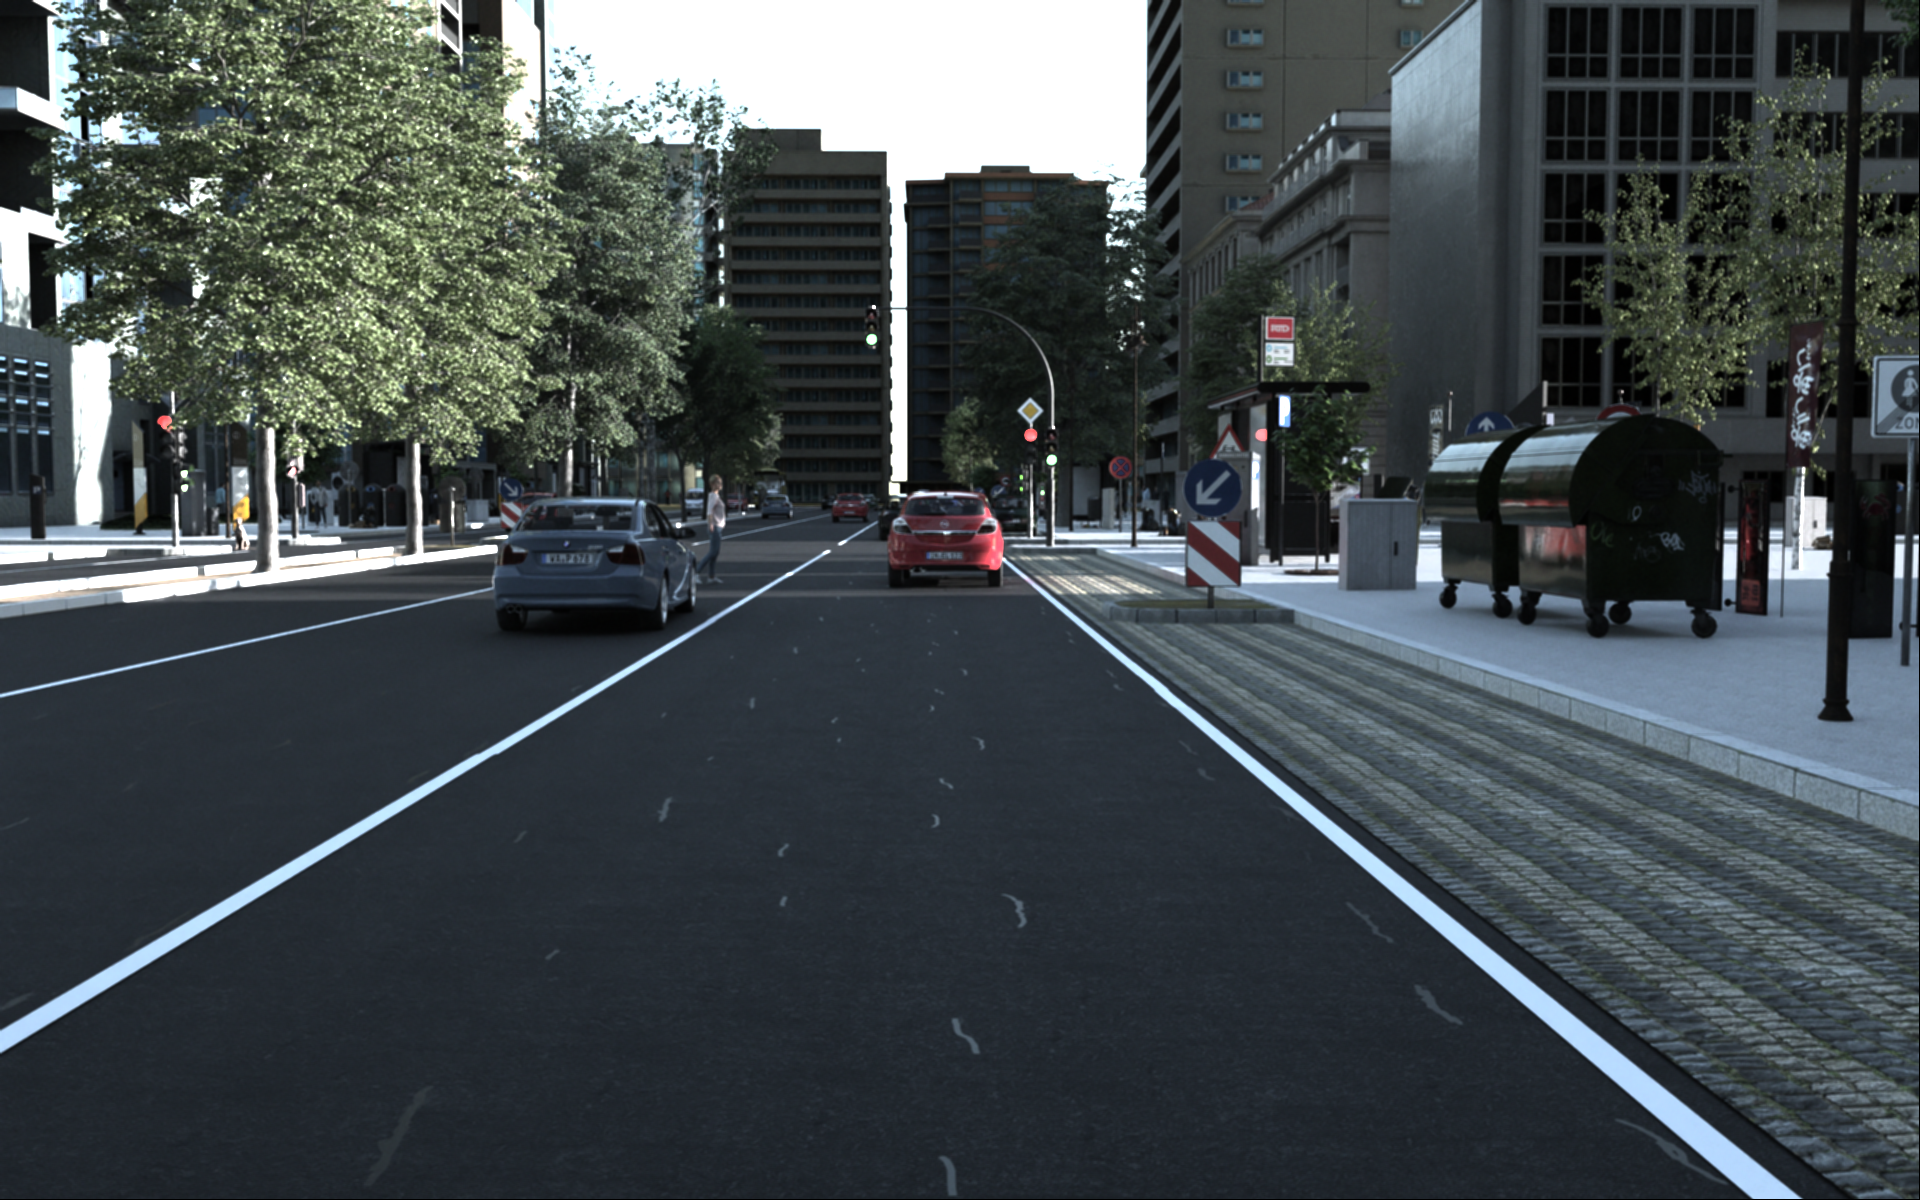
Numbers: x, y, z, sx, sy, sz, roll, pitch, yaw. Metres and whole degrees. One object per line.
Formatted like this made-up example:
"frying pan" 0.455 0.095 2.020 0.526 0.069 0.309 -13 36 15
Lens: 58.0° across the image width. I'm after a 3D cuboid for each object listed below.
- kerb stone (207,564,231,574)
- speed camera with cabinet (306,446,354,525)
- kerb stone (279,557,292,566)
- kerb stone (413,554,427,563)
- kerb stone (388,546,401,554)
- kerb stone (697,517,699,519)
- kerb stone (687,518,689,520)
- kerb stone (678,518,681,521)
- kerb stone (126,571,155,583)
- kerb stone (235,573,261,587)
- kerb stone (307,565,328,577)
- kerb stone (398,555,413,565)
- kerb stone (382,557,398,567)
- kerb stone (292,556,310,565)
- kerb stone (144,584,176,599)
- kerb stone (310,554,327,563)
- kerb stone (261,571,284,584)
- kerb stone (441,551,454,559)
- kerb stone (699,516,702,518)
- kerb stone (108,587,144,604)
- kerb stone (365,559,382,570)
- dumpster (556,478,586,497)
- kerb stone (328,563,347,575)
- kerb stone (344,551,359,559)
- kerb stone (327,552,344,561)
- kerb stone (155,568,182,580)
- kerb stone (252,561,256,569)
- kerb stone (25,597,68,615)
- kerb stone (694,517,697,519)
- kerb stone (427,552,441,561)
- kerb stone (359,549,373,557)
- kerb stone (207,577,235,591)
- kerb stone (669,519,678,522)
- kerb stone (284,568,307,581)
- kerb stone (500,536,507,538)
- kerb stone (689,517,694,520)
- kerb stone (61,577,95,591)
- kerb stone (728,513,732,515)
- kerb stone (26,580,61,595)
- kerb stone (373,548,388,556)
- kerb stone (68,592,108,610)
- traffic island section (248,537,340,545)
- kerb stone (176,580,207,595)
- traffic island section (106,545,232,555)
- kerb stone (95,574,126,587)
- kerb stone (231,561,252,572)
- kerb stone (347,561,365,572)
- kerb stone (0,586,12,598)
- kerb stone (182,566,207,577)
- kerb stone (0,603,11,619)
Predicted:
"kerb stone" -13.400 -0.543 31.082 0.120 0.150 1.000 0 4 -1
"speed camera with cabinet" -25.749 -4.673 70.738 2.038 3.252 0.660 1 4 23
"kerb stone" -13.469 -0.732 34.156 0.120 0.150 1.000 0 4 -1
"kerb stone" -11.426 -0.858 36.273 0.120 0.150 1.000 0 4 -1
"kerb stone" -13.615 -1.167 41.324 0.120 0.150 1.000 0 4 -1
"kerb stone" -14.757 -4.524 96.167 0.120 0.150 1.000 0 4 -1
"kerb stone" -14.664 -4.273 92.062 0.120 0.150 1.000 0 4 -1
"kerb stone" -14.601 -4.086 88.994 0.120 0.150 1.000 0 4 -1
"kerb stone" -13.343 -0.348 28.009 0.120 0.150 1.000 0 4 -1
"kerb stone" -11.218 -0.297 27.050 0.120 0.150 1.000 0 4 -1
"kerb stone" -11.275 -0.485 30.125 0.120 0.150 1.000 0 4 -1
"kerb stone" -11.386 -0.793 35.251 0.120 0.150 1.000 0 4 -1
"kerb stone" -11.370 -0.735 34.220 0.120 0.150 1.000 0 4 -1
"kerb stone" -13.489 -0.794 35.178 0.120 0.150 1.000 0 4 -1
"kerb stone" -11.166 -0.109 23.984 0.120 0.150 1.000 0 4 -1
"kerb stone" -13.513 -0.857 36.212 0.120 0.150 1.000 0 4 -1
"kerb stone" -11.244 -0.360 28.075 0.120 0.150 1.000 0 4 -1
"kerb stone" -11.458 -0.986 38.322 0.120 0.150 1.000 0 4 -1
"kerb stone" -14.769 -4.585 97.199 0.120 0.150 1.000 0 4 -1
"kerb stone" -11.136 -0.047 22.962 0.120 0.150 1.000 0 4 -1
"kerb stone" -11.344 -0.672 33.198 0.120 0.150 1.000 0 4 -1
"dumpster" -23.288 -6.186 103.631 1.502 2.255 1.985 0 4 -1
"kerb stone" -11.306 -0.548 31.152 0.120 0.150 1.000 0 4 -1
"kerb stone" -13.555 -0.982 38.256 0.120 0.150 1.000 0 4 -1
"kerb stone" -13.532 -0.913 37.234 0.120 0.150 1.000 0 4 -1
"kerb stone" -13.365 -0.418 29.030 0.120 0.150 1.000 0 4 -1
"kerb stone" -13.442 -0.667 33.126 0.120 0.150 1.000 0 4 -1
"kerb stone" -11.099 0.079 20.897 0.120 0.150 1.000 0 4 -1
"kerb stone" -14.724 -4.461 95.135 0.120 0.150 1.000 0 4 -1
"kerb stone" -11.438 -0.924 37.300 0.120 0.150 1.000 0 4 -1
"kerb stone" -13.579 -1.045 39.277 0.120 0.150 1.000 0 4 -1
"kerb stone" -11.195 -0.234 26.028 0.120 0.150 1.000 0 4 -1
"kerb stone" -14.580 -4.023 87.972 0.120 0.150 1.000 0 4 -1
"kerb stone" -11.263 -0.422 29.101 0.120 0.150 1.000 0 4 -1
"kerb stone" -13.844 -1.830 52.117 0.120 0.150 1.000 0 4 -1
"kerb stone" -14.708 -4.395 94.110 0.120 0.150 1.000 0 4 -1
"kerb stone" -13.299 -0.230 25.960 0.120 0.150 1.000 0 4 -1
"kerb stone" -15.086 -5.527 112.564 0.120 0.150 1.000 0 4 -1
"kerb stone" -13.288 -0.168 24.938 0.120 0.150 1.000 0 4 -1
"kerb stone" -13.586 -1.104 40.303 0.120 0.150 1.000 0 4 -1
"kerb stone" -11.122 0.026 21.924 0.120 0.150 1.000 0 4 -1
"traffic island section" -19.182 -1.692 49.946 2.009 0.180 2.903 0 4 -1
"kerb stone" -11.173 -0.168 25.006 0.120 0.150 1.000 0 4 -1
"traffic island section" -19.017 -1.204 41.962 2.009 0.180 2.903 0 4 -1
"kerb stone" -13.320 -0.289 26.982 0.120 0.150 1.000 0 4 -1
"kerb stone" -13.426 -0.602 32.104 0.120 0.150 1.000 0 4 -1
"kerb stone" -11.329 -0.609 32.174 0.120 0.150 1.000 0 4 -1
"kerb stone" -13.256 -0.099 23.917 0.120 0.150 1.000 0 4 -1
"kerb stone" -13.387 -0.479 30.060 0.120 0.150 1.000 0 4 -1
"kerb stone" -11.073 0.142 19.868 0.120 0.150 1.000 0 4 -1
